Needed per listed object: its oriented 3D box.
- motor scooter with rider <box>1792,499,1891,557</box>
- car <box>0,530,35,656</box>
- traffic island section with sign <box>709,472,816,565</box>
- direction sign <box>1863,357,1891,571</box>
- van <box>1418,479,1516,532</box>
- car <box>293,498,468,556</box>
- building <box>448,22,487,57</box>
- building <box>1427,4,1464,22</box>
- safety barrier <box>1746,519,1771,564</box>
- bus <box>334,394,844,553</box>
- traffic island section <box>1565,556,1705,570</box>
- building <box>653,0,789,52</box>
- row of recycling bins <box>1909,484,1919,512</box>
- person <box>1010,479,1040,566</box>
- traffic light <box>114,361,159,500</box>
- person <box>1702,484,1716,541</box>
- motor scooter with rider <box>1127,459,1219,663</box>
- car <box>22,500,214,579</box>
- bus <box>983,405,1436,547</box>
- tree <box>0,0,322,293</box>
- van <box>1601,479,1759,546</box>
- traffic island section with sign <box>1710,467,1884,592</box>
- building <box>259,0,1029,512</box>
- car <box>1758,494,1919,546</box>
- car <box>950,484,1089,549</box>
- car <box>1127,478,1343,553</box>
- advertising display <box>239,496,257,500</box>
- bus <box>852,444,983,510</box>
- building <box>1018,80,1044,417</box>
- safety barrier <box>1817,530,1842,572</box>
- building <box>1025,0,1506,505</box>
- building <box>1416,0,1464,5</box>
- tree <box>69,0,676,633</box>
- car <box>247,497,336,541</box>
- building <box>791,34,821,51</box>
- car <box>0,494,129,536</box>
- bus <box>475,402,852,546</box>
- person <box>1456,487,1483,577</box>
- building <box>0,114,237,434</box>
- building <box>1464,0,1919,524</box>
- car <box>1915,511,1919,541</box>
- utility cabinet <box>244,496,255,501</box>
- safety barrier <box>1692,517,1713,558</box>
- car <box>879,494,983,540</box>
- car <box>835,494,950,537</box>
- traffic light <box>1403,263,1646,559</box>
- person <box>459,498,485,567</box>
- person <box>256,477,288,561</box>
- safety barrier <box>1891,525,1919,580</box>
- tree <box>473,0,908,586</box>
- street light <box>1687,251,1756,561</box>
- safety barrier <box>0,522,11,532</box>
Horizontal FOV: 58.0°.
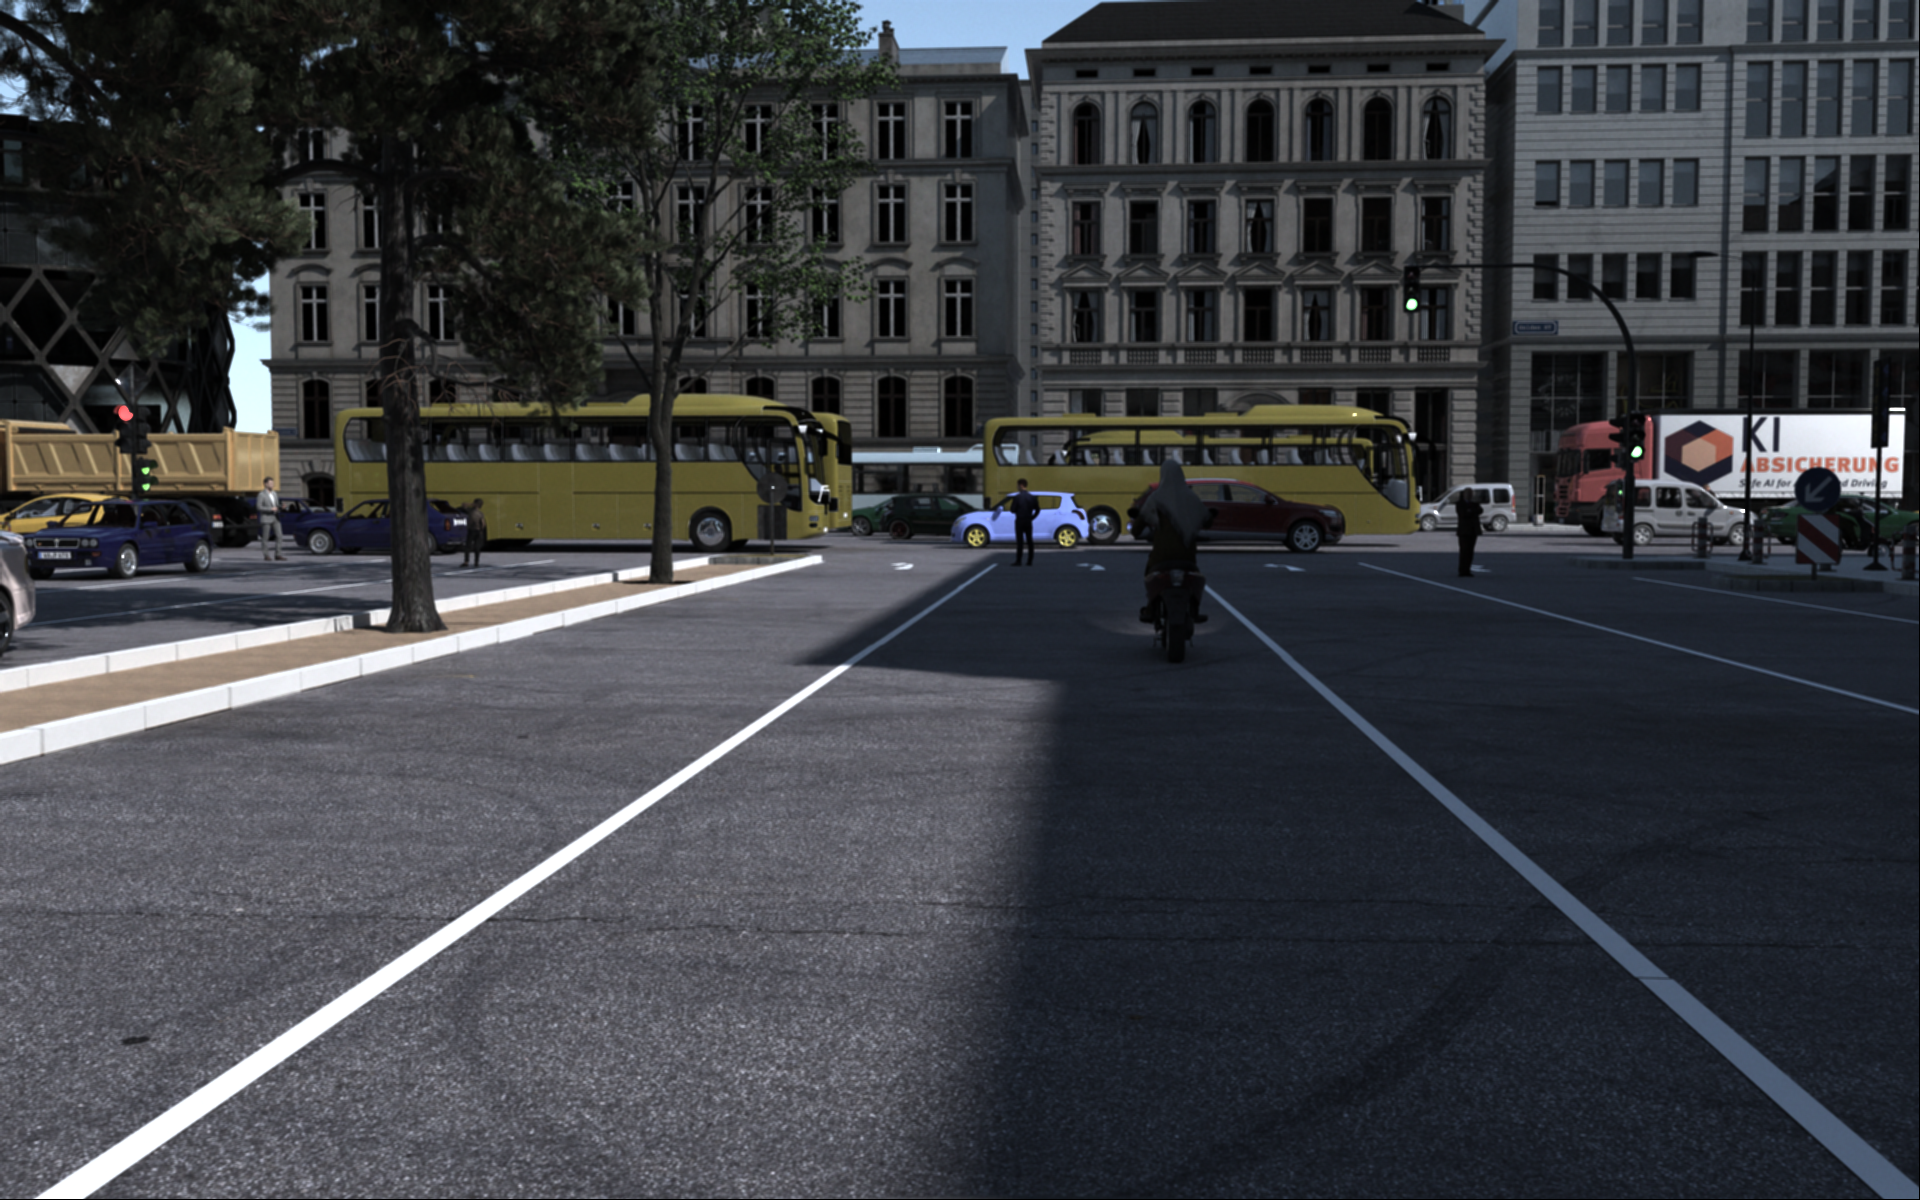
[{"bbox_3d":[18.264,-1.641,35.803,1.986,1.779,0.876,0,4,4],"label":"motor scooter with rider"},{"bbox_3d":[-9.371,-0.085,13.747,2.083,1.381,4.827,0,4,3],"label":"car"},{"bbox_3d":[-4.011,-1.697,35.882,2.006,1.907,1.989,0,4,5],"label":"traffic island section with sign"},{"bbox_3d":[15.455,-2.271,29.129,0.379,3.537,0.876,1,4,13],"label":"direction sign"},{"bbox_3d":[19.175,-3.641,66.535,4.112,2.044,2.013,0,4,4],"label":"van"},{"bbox_3d":[-13.640,-1.738,41.001,3.894,1.354,1.945,0,4,6],"label":"car"},{"bbox_3d":[-49.100,-53.197,182.436,31.000,86.520,22.319,0,4,5],"label":"building"},{"bbox_3d":[36.421,-28.485,149.320,14.154,41.232,14.086,0,4,5],"label":"building"},{"bbox_3d":[14.591,-1.064,31.666,0.300,0.817,1.120,0,4,5],"label":"safety barrier"},{"bbox_3d":[-9.171,-3.160,43.217,12.252,3.916,2.896,0,4,4],"label":"bus"},{"bbox_3d":[13.221,-0.733,34.268,2.009,0.180,2.903,0,4,5],"label":"traffic island section"},{"bbox_3d":[-21.984,-27.979,141.055,14.154,41.232,14.086,0,4,5],"label":"building"},{"bbox_3d":[38.861,-3.807,69.356,1.069,1.692,3.534,3,5,45],"label":"row of recycling bins"},{"bbox_3d":[1.248,-1.559,34.689,0.576,1.737,0.504,-3,5,-41],"label":"person"},{"bbox_3d":[-17.433,-2.915,36.583,0.839,4.253,0.868,0,4,5],"label":"traffic light"},{"bbox_3d":[22.635,-2.652,52.554,0.600,1.739,0.565,-1,4,-22],"label":"person"},{"bbox_3d":[1.923,-0.392,15.378,0.876,1.779,1.986,0,4,5],"label":"motor scooter with rider"},{"bbox_3d":[-14.736,-1.086,30.338,1.945,1.354,3.894,0,4,4],"label":"car"},{"bbox_3d":[6.832,-3.485,48.530,12.252,3.916,2.896,0,4,6],"label":"bus"},{"bbox_3d":[-6.407,-6.104,9.682,7.806,13.903,7.818,0,3,0],"label":"tree"},{"bbox_3d":[20.139,-2.525,48.302,4.112,2.044,2.013,0,4,3],"label":"van"},{"bbox_3d":[12.602,-1.082,26.324,1.989,1.847,2.006,0,4,5],"label":"traffic island section with sign"},{"bbox_3d":[-14.362,-16.122,82.683,34.723,24.649,14.460,0,4,5],"label":"building"},{"bbox_3d":[25.107,-2.267,48.857,4.920,1.459,2.131,0,4,5],"label":"car"},{"bbox_3d":[1.591,-2.231,46.073,3.694,1.707,1.945,0,4,5],"label":"car"},{"bbox_3d":[6.790,-2.092,42.882,5.304,1.827,2.281,0,4,4],"label":"car"},{"bbox_3d":[-37.208,-5.217,90.506,0.123,1.923,0.974,3,4,38],"label":"advertising display"},{"bbox_3d":[-4.415,-4.286,64.936,13.247,3.499,2.948,0,4,3],"label":"bus"},{"bbox_3d":[6.763,-42.886,243.185,28.212,58.520,21.231,0,4,5],"label":"building"},{"bbox_3d":[14.354,-0.883,28.706,0.300,0.817,1.120,0,4,5],"label":"safety barrier"},{"bbox_3d":[13.112,-15.266,78.472,19.941,23.489,11.050,0,4,5],"label":"building"},{"bbox_3d":[41.872,-52.441,170.075,22.319,86.520,31.000,0,4,5],"label":"building"},{"bbox_3d":[-5.768,-5.697,17.654,6.751,12.117,7.091,0,3,0],"label":"tree"},{"bbox_3d":[-20.230,-2.475,53.052,3.894,1.354,1.945,0,4,3],"label":"car"},{"bbox_3d":[-22.902,-34.103,181.278,21.600,48.544,21.300,0,4,5],"label":"building"},{"bbox_3d":[-21.360,-1.886,41.059,3.980,1.641,2.015,0,4,6],"label":"car"},{"bbox_3d":[-9.139,-3.369,46.635,12.252,3.916,2.896,0,4,6],"label":"bus"},{"bbox_3d":[8.855,-1.181,30.082,0.482,1.546,0.388,0,4,-5],"label":"person"},{"bbox_3d":[-46.295,-13.360,85.883,16.811,18.784,16.820,0,4,5],"label":"building"},{"bbox_3d":[38.381,-18.310,76.865,29.804,29.767,11.434,0,4,5],"label":"building"},{"bbox_3d":[29.801,-2.508,51.222,3.980,1.641,2.015,0,4,6],"label":"car"},{"bbox_3d":[-34.574,-4.472,84.286,0.306,1.237,1.020,-3,4,-36],"label":"utility cabinet"},{"bbox_3d":[14.830,-1.243,34.603,0.300,0.817,1.120,0,4,5],"label":"safety barrier"},{"bbox_3d":[-0.445,-2.740,54.582,4.222,1.686,2.009,0,4,6],"label":"car"},{"bbox_3d":[-1.865,-2.900,59.214,4.920,1.459,2.131,0,4,5],"label":"car"},{"bbox_3d":[11.090,-3.640,34.182,4.771,5.953,1.251,0,4,5],"label":"traffic light"},{"bbox_3d":[-9.602,-1.325,34.073,0.435,1.345,0.340,-3,5,-41],"label":"person"},{"bbox_3d":[-14.788,-1.748,37.273,0.583,1.804,0.606,1,4,18],"label":"person"},{"bbox_3d":[14.123,-0.703,25.769,0.300,0.817,1.120,0,4,5],"label":"safety barrier"},{"bbox_3d":[-4.655,-6.048,27.097,9.928,11.665,9.643,0,3,0],"label":"tree"},{"bbox_3d":[14.596,-3.711,33.223,1.470,5.913,1.316,0,4,5],"label":"street light"},{"bbox_3d":[-19.230,-1.233,34.439,0.300,0.817,1.120,0,4,5],"label":"safety barrier"}]
